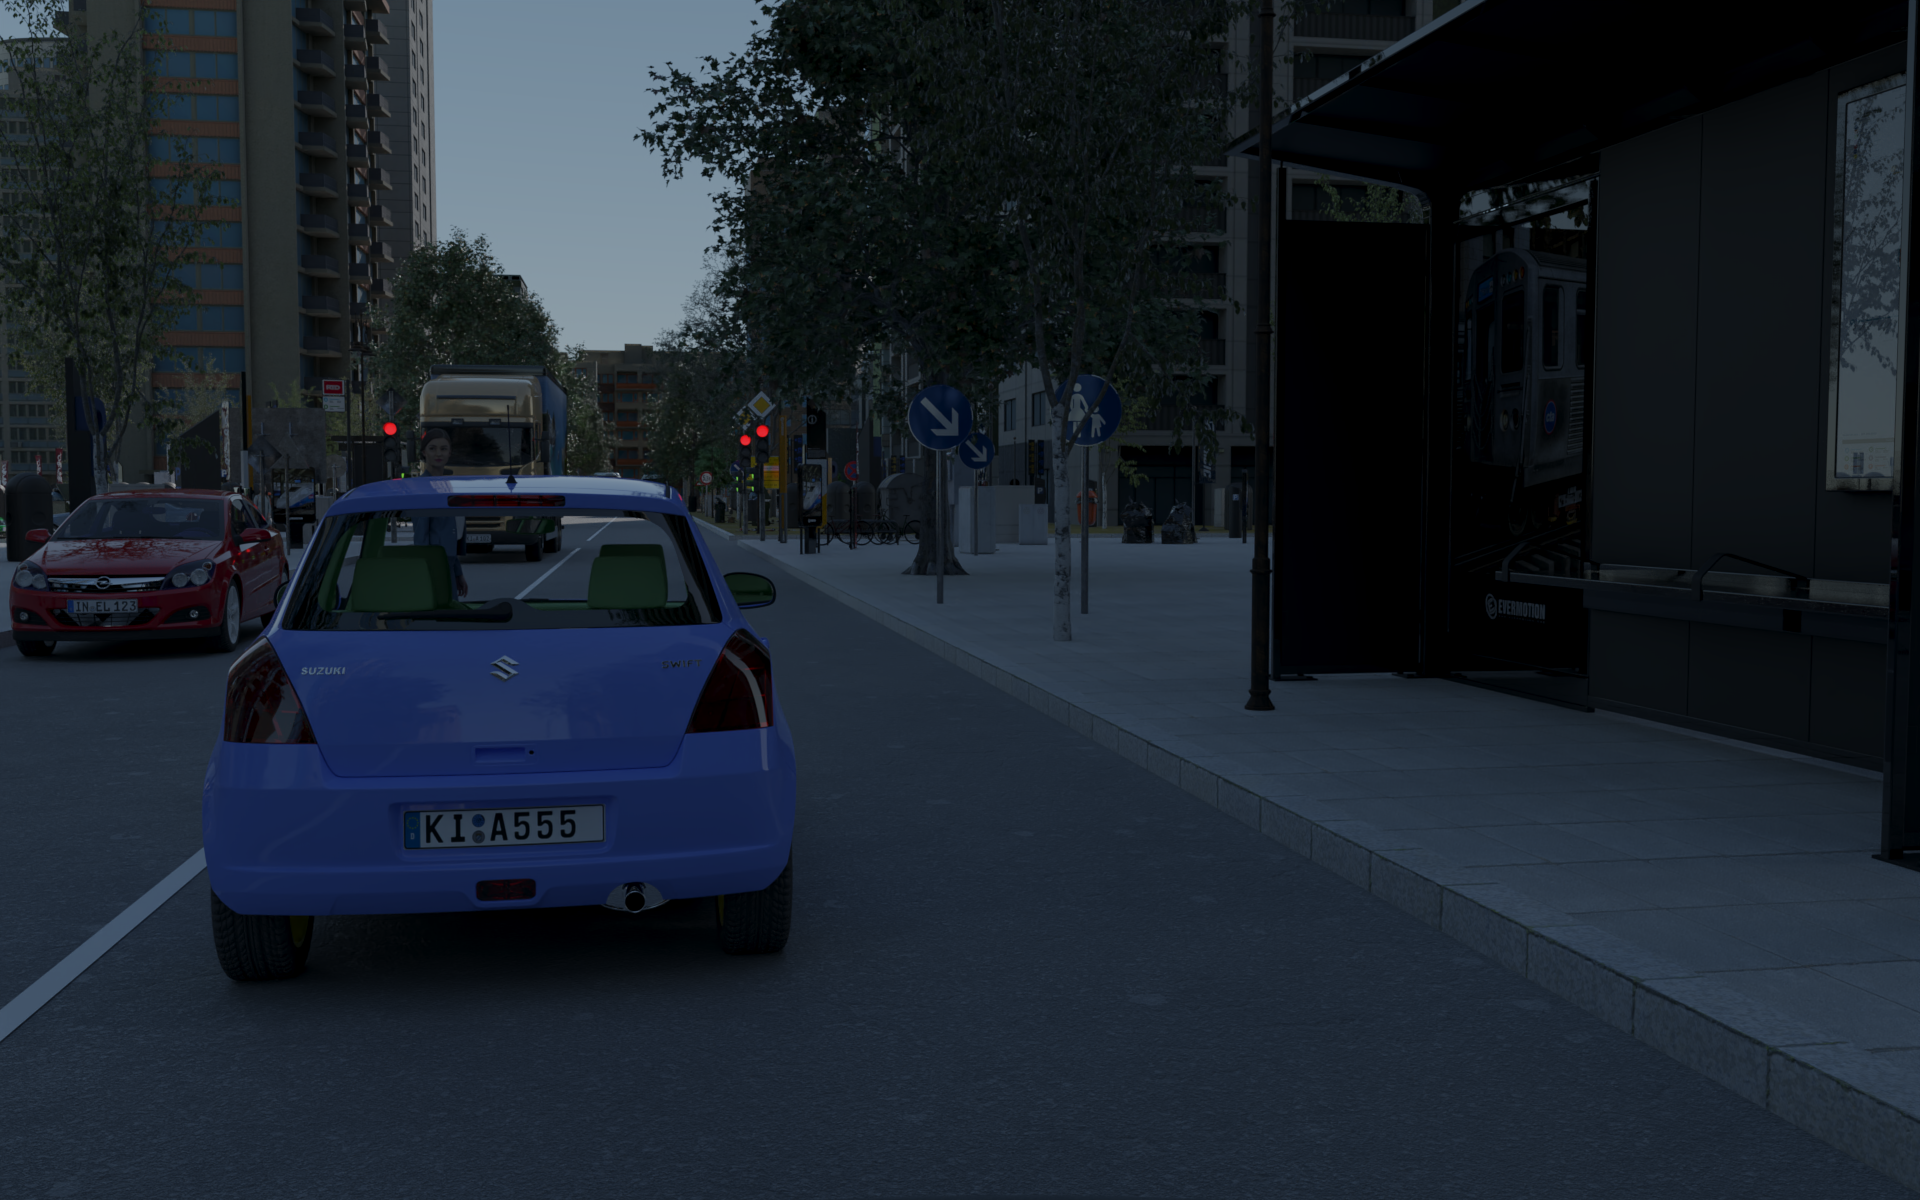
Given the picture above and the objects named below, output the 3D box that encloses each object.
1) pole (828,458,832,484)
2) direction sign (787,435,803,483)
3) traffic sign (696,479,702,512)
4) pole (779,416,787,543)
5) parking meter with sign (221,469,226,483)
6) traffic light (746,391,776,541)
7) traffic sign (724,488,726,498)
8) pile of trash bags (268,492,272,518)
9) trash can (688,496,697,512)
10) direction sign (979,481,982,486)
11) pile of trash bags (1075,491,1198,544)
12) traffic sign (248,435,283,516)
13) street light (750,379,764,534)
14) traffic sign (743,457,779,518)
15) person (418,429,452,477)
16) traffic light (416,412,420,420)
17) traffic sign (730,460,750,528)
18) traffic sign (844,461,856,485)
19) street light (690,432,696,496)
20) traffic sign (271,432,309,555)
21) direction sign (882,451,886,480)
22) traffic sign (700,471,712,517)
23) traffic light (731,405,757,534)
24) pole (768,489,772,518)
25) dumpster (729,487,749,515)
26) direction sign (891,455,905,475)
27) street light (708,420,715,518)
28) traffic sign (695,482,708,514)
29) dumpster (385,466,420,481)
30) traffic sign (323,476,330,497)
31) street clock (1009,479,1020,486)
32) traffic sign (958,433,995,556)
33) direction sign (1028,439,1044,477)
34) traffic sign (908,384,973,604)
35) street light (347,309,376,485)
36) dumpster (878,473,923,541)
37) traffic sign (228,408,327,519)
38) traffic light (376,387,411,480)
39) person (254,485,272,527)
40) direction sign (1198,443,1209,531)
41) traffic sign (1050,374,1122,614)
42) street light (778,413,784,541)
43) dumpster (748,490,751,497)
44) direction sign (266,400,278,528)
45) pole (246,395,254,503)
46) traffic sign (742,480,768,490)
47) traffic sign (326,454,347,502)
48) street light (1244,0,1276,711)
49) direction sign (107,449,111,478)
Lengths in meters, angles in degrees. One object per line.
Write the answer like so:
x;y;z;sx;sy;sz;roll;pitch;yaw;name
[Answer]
-7.330;-6.350;97.671;0.158;3.312;0.155;0;3;0;pole
-6.453;-4.546;66.331;0.876;3.537;0.379;0;4;7;direction sign
-18.439;-7.552;123.587;0.768;2.556;0.104;0;4;-8;traffic sign
-4.596;-3.132;45.052;0.158;3.312;0.155;0;3;0;pole
-52.585;-7.729;122.631;1.738;3.016;0.543;2;4;34;parking meter with sign
-5.410;-3.562;47.160;0.839;4.253;0.868;-1;4;-10;traffic light
-17.650;-7.951;130.110;0.768;2.556;0.104;-1;4;-9;traffic sign
-36.114;-5.076;92.738;1.912;1.369;3.447;1;4;18;pile of trash bags
-18.952;-6.796;122.766;0.748;1.137;0.748;0;3;0;trash can
0.486;-3.001;41.071;0.379;3.537;0.876;0;4;5;direction sign
4.612;-2.190;45.558;3.447;1.369;1.912;2;4;28;pile of trash bags
-13.686;-2.006;33.981;0.795;2.450;0.064;0;4;-4;traffic sign
-6.512;-5.081;55.855;0.468;5.910;1.993;-1;4;-10;street light
-10.399;-6.014;92.208;2.265;3.308;0.079;0;4;-6;traffic sign
-3.197;-0.117;10.441;0.654;1.822;0.581;1;4;20;person
-16.295;-3.937;53.285;0.839;4.253;0.868;-1;4;-10;traffic light
-8.262;-3.976;65.121;0.768;2.556;0.104;0;4;-8;traffic sign
-4.066;-4.066;66.583;0.768;2.556;0.104;-1;4;-9;traffic sign
-19.737;-9.515;128.351;0.468;5.910;1.993;-1;4;-10;street light
-14.026;-2.209;36.115;0.884;2.594;0.081;0;4;-8;traffic sign
-4.047;-6.080;91.408;0.379;3.537;0.876;0;4;-8;direction sign
-14.158;-5.917;96.842;0.768;2.556;0.104;0;4;-2;traffic sign
-6.841;-4.043;55.017;0.839;4.253;0.868;-1;4;-10;traffic light
-10.343;-6.136;94.164;0.158;3.312;0.155;0;3;0;pole
-13.951;-6.338;109.390;1.264;1.857;1.865;-1;4;-10;dumpster
-3.620;-6.686;101.315;0.876;3.537;0.379;1;4;16;direction sign
-13.255;-7.330;92.627;0.468;5.910;1.993;-1;4;-10;street light
-16.337;-6.716;109.811;0.884;2.594;0.081;0;4;-2;traffic sign
-18.961;-3.467;59.179;1.502;2.255;1.985;-1;4;-10;dumpster
-21.433;-3.567;58.420;0.768;2.556;0.104;0;4;-3;traffic sign
2.531;-4.659;80.743;0.471;2.002;0.358;-1;4;-11;street clock
0.336;-2.197;36.026;0.768;2.556;0.104;-1;4;-8;traffic sign
3.169;-4.901;72.135;0.876;3.537;0.379;-3;5;-41;direction sign
-0.232;-1.231;20.226;0.768;2.556;0.104;0;4;-7;traffic sign
-14.976;-4.324;43.477;0.468;5.910;1.993;-1;4;-10;street light
-1.525;-2.570;47.776;1.264;1.857;1.865;-1;4;-10;dumpster
-16.104;-2.873;40.848;2.265;3.308;0.079;0;4;-4;traffic sign
-14.864;-3.456;45.429;0.839;4.253;0.868;-1;4;-10;traffic light
-19.260;-2.347;47.869;0.522;1.701;0.512;3;5;44;person
8.420;-4.141;59.707;0.379;3.537;0.876;3;4;37;direction sign
1.336;-1.125;18.493;0.768;2.556;0.104;0;4;-1;traffic sign
-4.870;-4.532;46.889;0.468;5.910;1.993;-1;4;-10;street light
-14.069;-7.279;121.500;1.502;2.255;1.985;-1;4;-10;dumpster
-16.703;-3.066;42.129;0.379;3.537;0.876;-3;4;-38;direction sign
-14.701;-2.566;35.799;0.158;3.312;0.155;0;3;0;pole
-13.629;-7.341;113.906;2.265;3.308;0.079;0;4;-6;traffic sign
-20.037;-3.388;55.494;0.768;2.556;0.104;0;4;-5;traffic sign
1.787;-2.285;10.151;0.468;5.910;1.993;-1;4;-10;street light
-42.780;-5.768;86.309;0.876;3.537;0.379;-1;4;-22;direction sign
